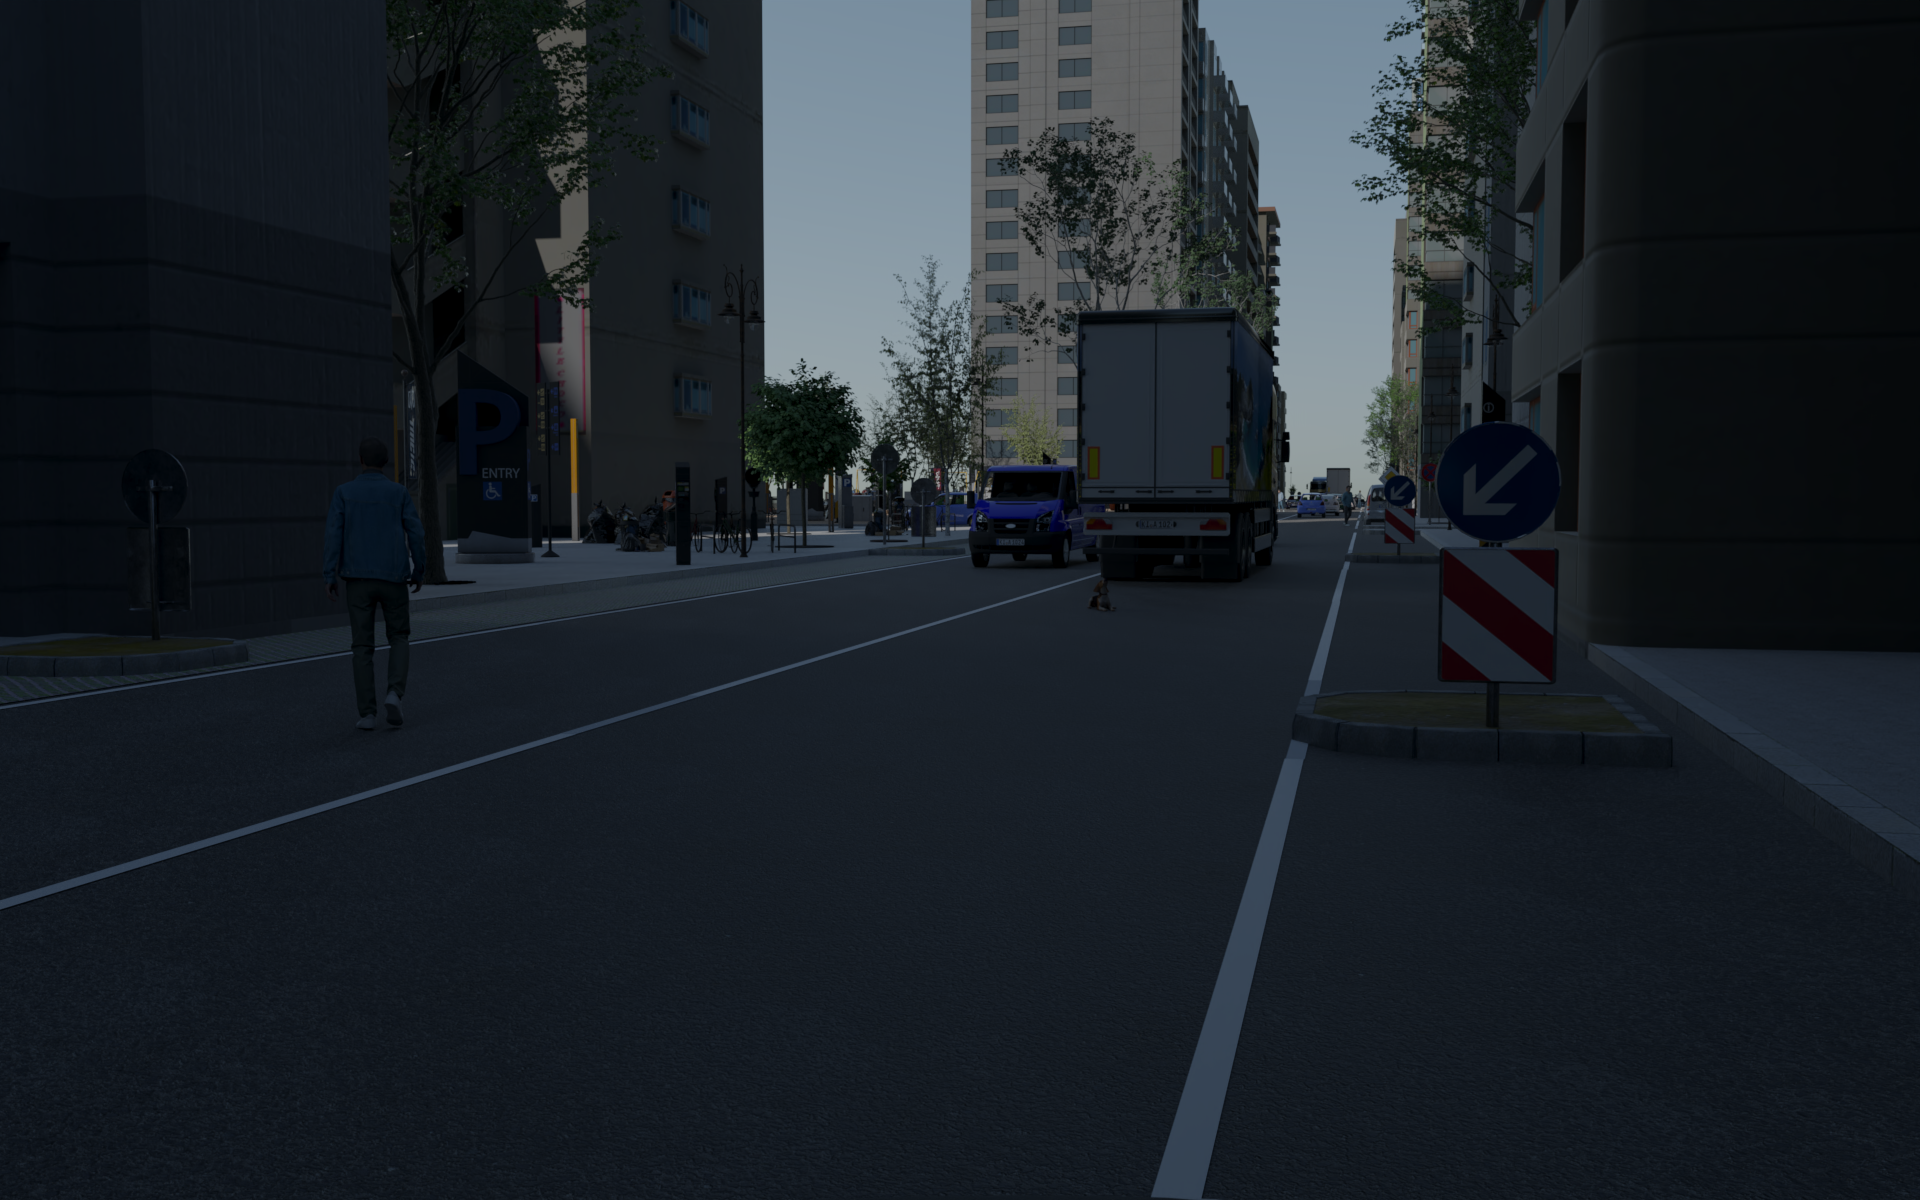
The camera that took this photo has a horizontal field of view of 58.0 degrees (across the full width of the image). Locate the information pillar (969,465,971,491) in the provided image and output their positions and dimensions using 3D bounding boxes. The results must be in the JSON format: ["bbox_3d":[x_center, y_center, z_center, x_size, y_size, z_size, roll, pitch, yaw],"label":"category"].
[{"bbox_3d":[0.776,-8.543,131.033,0.183,3.616,0.504,1,4,9],"label":"information pillar"}]

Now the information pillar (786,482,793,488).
[{"bbox_3d":[-8.925,-5.272,90.685,0.304,2.012,0.304,-2,4,-35],"label":"information pillar"}]

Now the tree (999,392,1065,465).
[{"bbox_3d":[4.903,-10.679,124.960,4.737,8.622,4.395,0,3,0],"label":"tree"}]

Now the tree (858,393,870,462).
[{"bbox_3d":[-5.628,-10.574,123.243,4.360,8.622,3.978,0,3,0],"label":"tree"}]

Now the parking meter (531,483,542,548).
[{"bbox_3d":[-10.207,-2.024,41.505,0.372,1.533,0.369,0,3,0],"label":"parking meter"}]

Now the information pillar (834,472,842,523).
[{"bbox_3d":[-5.307,-5.218,76.669,0.504,3.616,0.183,0,4,5],"label":"information pillar"}]

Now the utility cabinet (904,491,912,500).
[{"bbox_3d":[-3.839,-7.881,137.538,1.173,1.500,0.318,-1,4,-8],"label":"utility cabinet"}]

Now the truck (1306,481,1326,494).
[{"bbox_3d":[53.567,-16.037,258.120,3.469,3.379,9.791,1,4,15],"label":"truck"}]

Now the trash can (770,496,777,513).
[{"bbox_3d":[-11.900,-6.129,111.862,0.748,1.137,0.748,0,3,0],"label":"trash can"}]

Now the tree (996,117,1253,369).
[{"bbox_3d":[7.758,-14.021,85.133,12.611,20.169,13.585,0,3,0],"label":"tree"}]

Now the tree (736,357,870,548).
[{"bbox_3d":[-3.762,-3.548,41.719,4.285,4.588,4.351,0,3,0],"label":"tree"}]

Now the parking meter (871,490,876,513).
[{"bbox_3d":[-5.998,-6.846,120.348,0.372,1.533,0.369,0,3,0],"label":"parking meter"}]

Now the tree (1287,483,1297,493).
[{"bbox_3d":[58.107,-18.826,302.401,1.663,3.219,1.824,0,3,0],"label":"tree"}]

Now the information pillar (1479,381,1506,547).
[{"bbox_3d":[10.972,-2.715,35.745,0.504,3.616,0.183,1,4,14],"label":"information pillar"}]

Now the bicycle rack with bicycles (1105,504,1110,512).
[{"bbox_3d":[10.654,-7.031,128.341,2.925,0.926,2.852,-3,5,-42],"label":"bicycle rack with bicycles"}]

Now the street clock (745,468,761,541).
[{"bbox_3d":[-5.648,-2.624,47.475,0.471,2.002,0.358,0,4,3],"label":"street clock"}]

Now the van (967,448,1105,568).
[{"bbox_3d":[1.635,-1.898,35.416,2.240,2.365,5.245,1,4,15],"label":"van"}]

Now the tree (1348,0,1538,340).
[{"bbox_3d":[9.985,-6.269,28.246,9.928,11.665,9.643,0,3,0],"label":"tree"}]

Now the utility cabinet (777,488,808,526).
[{"bbox_3d":[-6.583,-3.627,67.980,1.173,1.500,0.318,0,4,7],"label":"utility cabinet"}]

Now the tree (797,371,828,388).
[{"bbox_3d":[-8.745,-9.340,103.063,4.737,8.622,4.395,0,3,0],"label":"tree"}]

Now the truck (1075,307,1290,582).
[{"bbox_3d":[4.324,-2.617,31.705,2.839,4.237,11.283,1,4,14],"label":"truck"}]

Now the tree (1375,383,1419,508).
[{"bbox_3d":[28.918,-9.837,111.202,4.360,8.622,3.978,0,3,0],"label":"tree"}]

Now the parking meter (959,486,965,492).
[{"bbox_3d":[0.103,-6.866,117.974,0.399,1.863,0.255,0,4,-4],"label":"parking meter"}]

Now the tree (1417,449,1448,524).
[{"bbox_3d":[20.650,-4.922,75.077,1.663,3.219,1.824,0,3,0],"label":"tree"}]

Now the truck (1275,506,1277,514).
[{"bbox_3d":[19.728,-7.698,115.618,2.967,4.110,18.799,1,4,12],"label":"truck"}]

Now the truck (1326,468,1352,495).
[{"bbox_3d":[41.495,-12.287,189.808,2.839,4.237,11.283,1,4,13],"label":"truck"}]

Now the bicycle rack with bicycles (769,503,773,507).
[{"bbox_3d":[-12.055,-5.084,96.511,2.925,0.926,2.852,3,5,45],"label":"bicycle rack with bicycles"}]

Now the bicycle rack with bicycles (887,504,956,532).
[{"bbox_3d":[-1.422,-2.844,59.878,2.852,0.926,2.925,1,4,16],"label":"bicycle rack with bicycles"}]

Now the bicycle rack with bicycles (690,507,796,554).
[{"bbox_3d":[-4.765,-1.504,37.973,2.852,0.926,2.925,-1,4,-16],"label":"bicycle rack with bicycles"}]

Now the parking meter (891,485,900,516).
[{"bbox_3d":[-3.022,-4.610,81.092,0.399,1.863,0.255,1,4,18],"label":"parking meter"}]

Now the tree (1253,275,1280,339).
[{"bbox_3d":[17.731,-17.115,135.716,12.611,20.169,13.585,0,3,0],"label":"tree"}]

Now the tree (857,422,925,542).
[{"bbox_3d":[-2.033,-3.170,46.425,1.663,3.219,1.824,0,3,0],"label":"tree"}]

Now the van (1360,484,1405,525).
[{"bbox_3d":[18.241,-4.125,74.452,2.013,2.044,4.112,1,4,12],"label":"van"}]

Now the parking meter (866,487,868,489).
[{"bbox_3d":[-7.598,-8.414,143.281,0.399,1.863,0.255,-3,5,-41],"label":"parking meter"}]

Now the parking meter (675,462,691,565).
[{"bbox_3d":[-5.009,-1.566,31.311,0.255,1.863,0.399,-1,4,-12],"label":"parking meter"}]

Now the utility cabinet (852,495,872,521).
[{"bbox_3d":[-4.651,-4.312,81.656,1.020,1.237,0.306,2,4,26],"label":"utility cabinet"}]

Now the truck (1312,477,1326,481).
[{"bbox_3d":[57.516,-17.488,275.681,2.967,4.110,18.799,1,4,13],"label":"truck"}]

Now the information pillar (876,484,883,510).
[{"bbox_3d":[-3.946,-4.932,85.127,0.304,2.012,0.304,-2,4,-27],"label":"information pillar"}]

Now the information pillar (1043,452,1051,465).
[{"bbox_3d":[4.710,-6.290,94.200,0.504,3.616,0.183,1,4,8],"label":"information pillar"}]

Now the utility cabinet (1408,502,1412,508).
[{"bbox_3d":[32.693,-7.001,125.628,0.306,1.237,1.020,1,4,19],"label":"utility cabinet"}]

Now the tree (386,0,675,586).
[{"bbox_3d":[-7.657,-6.032,24.379,9.928,11.665,9.643,0,3,0],"label":"tree"}]

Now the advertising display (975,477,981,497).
[{"bbox_3d":[1.151,-4.246,74.629,0.974,1.923,0.123,0,4,7],"label":"advertising display"}]

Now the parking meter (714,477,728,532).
[{"bbox_3d":[-8.033,-3.210,58.191,0.399,1.863,0.255,-2,4,-25],"label":"parking meter"}]

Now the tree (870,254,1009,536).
[{"bbox_3d":[-0.388,-6.276,52.969,4.360,8.622,3.978,0,3,0],"label":"tree"}]
